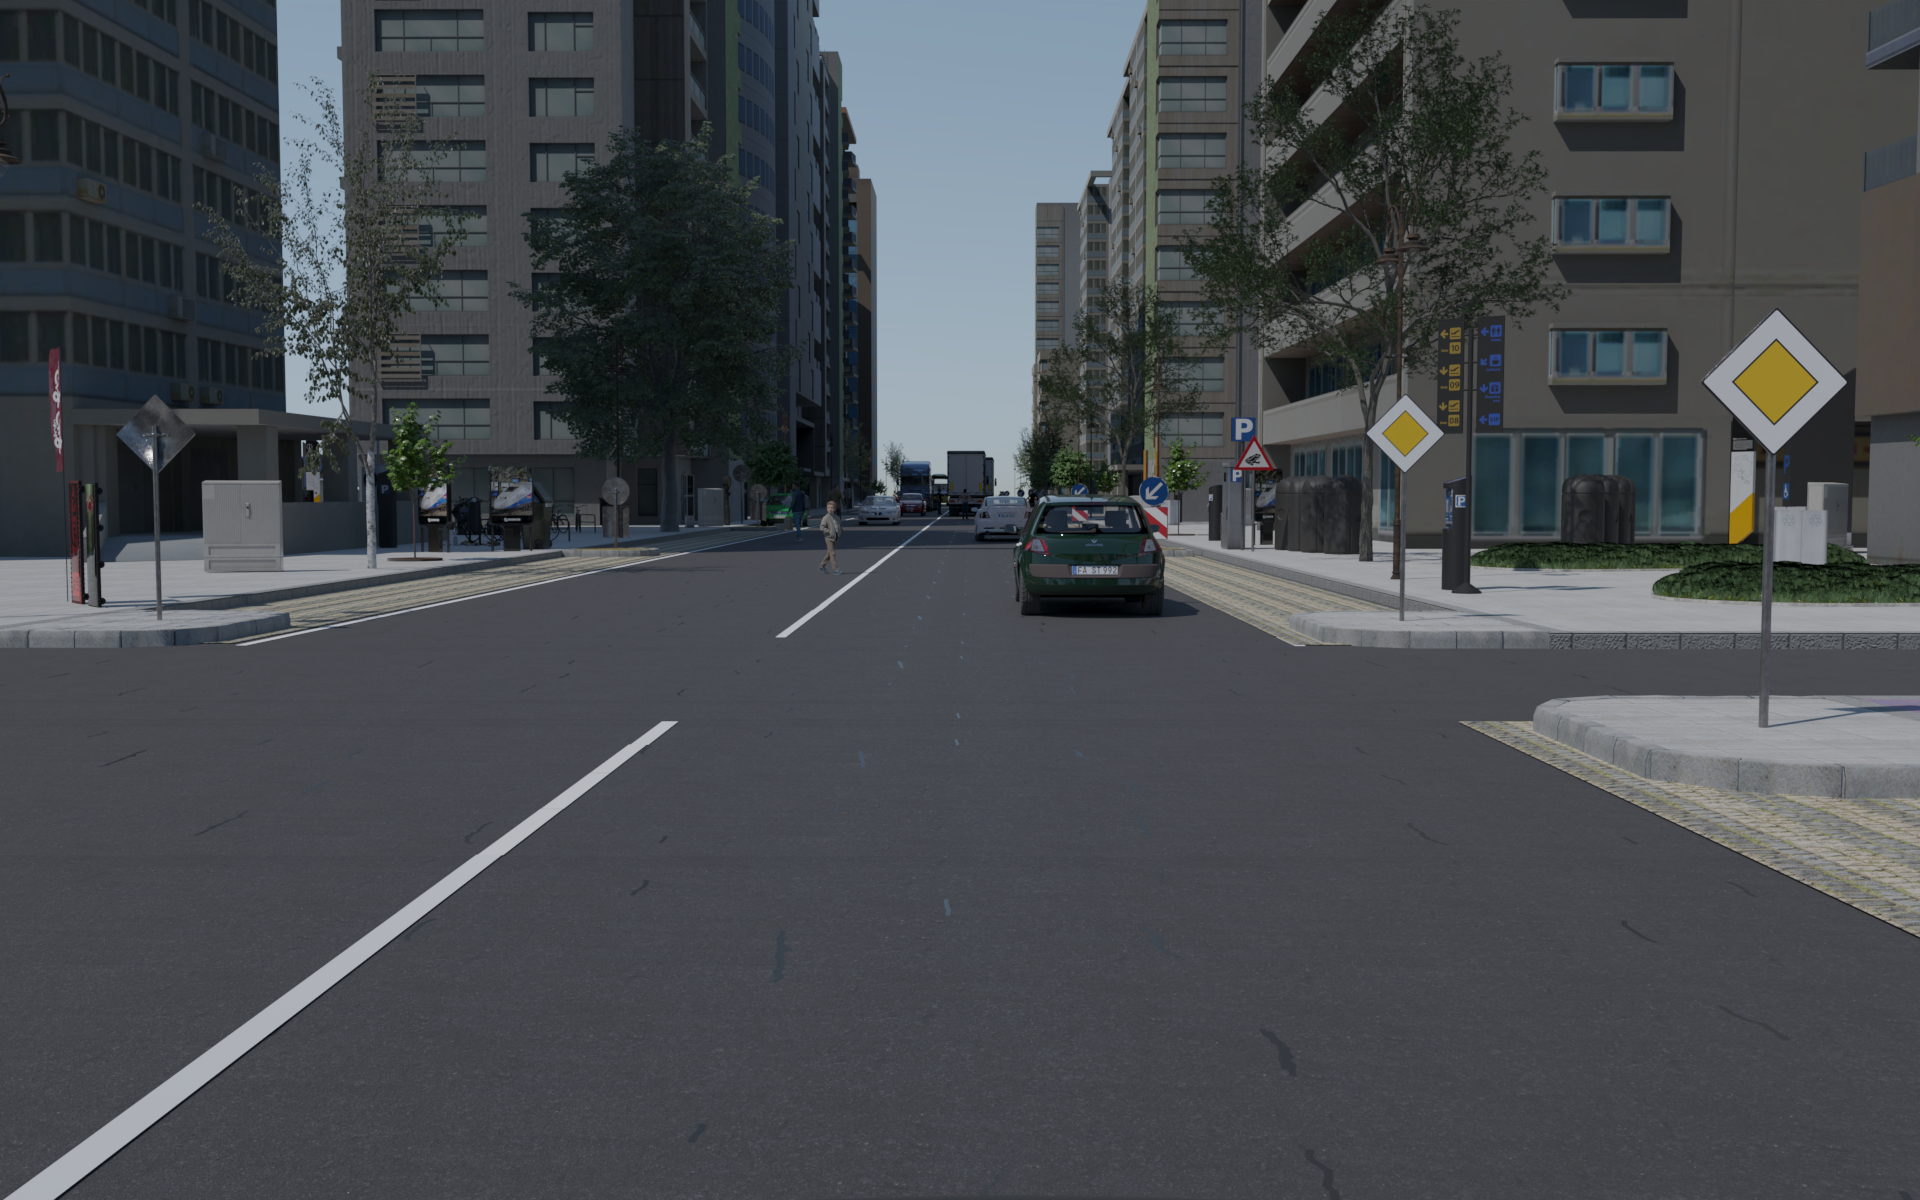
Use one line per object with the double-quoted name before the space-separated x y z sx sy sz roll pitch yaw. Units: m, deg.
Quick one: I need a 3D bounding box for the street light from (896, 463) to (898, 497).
"street light" -8.758 -16.493 242.454 0.468 5.910 1.993 0 4 0

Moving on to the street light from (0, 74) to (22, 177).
"street light" -10.189 -2.748 17.723 0.468 5.910 1.993 0 4 0

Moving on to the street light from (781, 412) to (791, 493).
"street light" -9.636 -7.512 95.610 0.468 5.910 1.993 0 4 0

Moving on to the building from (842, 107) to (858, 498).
"building" -22.904 -32.904 192.597 22.147 44.769 28.867 0 4 0

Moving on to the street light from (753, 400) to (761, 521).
"street light" -9.750 -6.754 83.215 0.468 5.910 1.993 0 4 0

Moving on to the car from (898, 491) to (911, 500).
"car" -3.756 -7.439 131.412 2.009 1.686 4.222 0 4 -2

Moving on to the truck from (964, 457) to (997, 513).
"truck" 1.440 -9.031 136.565 2.839 4.237 11.283 0 4 2

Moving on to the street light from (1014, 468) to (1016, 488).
"street light" 7.985 -17.070 251.883 0.468 5.910 1.993 0 4 0

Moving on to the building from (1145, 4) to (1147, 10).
"building" 25.475 -26.773 129.617 32.217 40.220 23.993 0 4 0

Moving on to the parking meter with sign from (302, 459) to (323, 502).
"parking meter with sign" -31.407 -5.440 85.197 1.738 3.016 0.543 -1 4 -20

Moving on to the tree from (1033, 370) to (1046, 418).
"tree" 6.689 -8.456 72.663 8.767 10.594 7.601 2 4 29

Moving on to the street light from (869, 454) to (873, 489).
"street light" -9.140 -12.516 177.421 0.468 5.910 1.993 0 4 0

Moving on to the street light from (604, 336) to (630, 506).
"street light" -10.016 -4.765 50.700 0.468 5.910 1.993 0 4 0

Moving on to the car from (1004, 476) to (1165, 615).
"car" 1.566 -0.738 21.854 2.009 1.686 4.222 0 4 1

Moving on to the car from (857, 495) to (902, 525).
"car" -3.760 -4.215 81.275 2.083 1.381 4.827 0 4 0

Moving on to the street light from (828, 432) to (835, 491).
"street light" -9.507 -9.503 128.164 0.468 5.910 1.993 0 4 0

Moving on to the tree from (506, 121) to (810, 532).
"tree" -9.990 -9.289 58.525 9.857 13.997 8.962 0 3 0

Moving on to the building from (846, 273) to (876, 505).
"building" -27.066 -32.294 219.890 32.217 40.220 23.993 0 4 0

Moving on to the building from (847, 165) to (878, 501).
"building" -18.734 -36.039 239.352 14.600 45.320 14.200 0 4 0

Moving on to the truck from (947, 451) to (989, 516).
"truck" 0.510 -7.852 117.296 2.839 4.237 11.283 0 4 1

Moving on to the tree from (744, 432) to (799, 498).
"tree" -9.847 -6.471 89.513 4.285 4.588 4.351 0 3 0

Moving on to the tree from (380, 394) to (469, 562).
"tree" -10.522 -2.355 33.111 1.663 3.219 1.824 0 3 0

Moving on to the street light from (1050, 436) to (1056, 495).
"street light" 7.239 -9.915 134.895 0.468 5.910 1.993 0 4 0

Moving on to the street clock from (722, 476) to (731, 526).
"street clock" -9.459 -4.022 70.334 0.358 2.002 0.471 1 4 11

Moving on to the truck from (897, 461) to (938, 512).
"truck" -3.368 -9.623 147.092 2.967 4.110 18.799 0 4 2

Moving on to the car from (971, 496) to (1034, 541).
"car" 1.394 -2.544 53.957 2.083 1.381 4.827 0 3 0

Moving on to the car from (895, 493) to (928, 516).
"car" -3.193 -6.437 114.293 2.155 1.783 4.494 0 4 1

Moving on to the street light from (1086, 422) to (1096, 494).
"street light" 6.954 -7.284 91.886 0.468 5.910 1.993 0 4 0

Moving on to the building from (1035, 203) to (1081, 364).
"building" 17.524 -34.319 244.710 14.154 41.232 14.086 0 4 0

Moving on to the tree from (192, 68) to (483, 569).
"tree" -10.355 -4.842 29.536 4.360 8.622 3.978 0 3 0

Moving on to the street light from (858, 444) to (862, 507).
"street light" -9.227 -11.492 160.680 0.468 5.910 1.993 0 4 0

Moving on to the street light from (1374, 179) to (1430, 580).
"street light" 6.557 -3.246 25.855 0.468 5.910 1.993 0 4 0

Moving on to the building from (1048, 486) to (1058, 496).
"building" 26.303 -30.863 196.485 32.217 40.220 23.993 0 4 0

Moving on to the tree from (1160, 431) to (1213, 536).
"tree" 6.715 -3.596 53.399 1.663 3.219 1.824 0 3 0

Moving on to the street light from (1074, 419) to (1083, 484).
"street light" 6.998 -7.913 102.160 0.468 5.910 1.993 0 4 0

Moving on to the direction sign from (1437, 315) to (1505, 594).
"direction sign" 6.550 -1.853 22.291 0.876 3.537 0.379 3 5 39

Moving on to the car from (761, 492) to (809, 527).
"car" -7.597 -4.058 75.137 1.959 1.807 4.718 0 3 0

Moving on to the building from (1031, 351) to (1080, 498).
"building" 23.572 -23.167 223.821 27.650 21.520 28.899 0 4 0

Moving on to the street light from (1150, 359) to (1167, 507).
"street light" 6.776 -5.286 59.215 0.468 5.910 1.993 0 4 0

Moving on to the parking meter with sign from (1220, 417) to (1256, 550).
"parking meter with sign" 6.383 -2.686 40.182 0.543 3.016 1.738 0 4 -3

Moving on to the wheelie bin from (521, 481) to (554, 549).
"wheelie bin" -9.893 -1.982 40.309 0.693 1.594 0.980 0 4 4

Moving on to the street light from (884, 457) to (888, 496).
"street light" -8.951 -14.505 209.938 0.468 5.910 1.993 0 4 0
